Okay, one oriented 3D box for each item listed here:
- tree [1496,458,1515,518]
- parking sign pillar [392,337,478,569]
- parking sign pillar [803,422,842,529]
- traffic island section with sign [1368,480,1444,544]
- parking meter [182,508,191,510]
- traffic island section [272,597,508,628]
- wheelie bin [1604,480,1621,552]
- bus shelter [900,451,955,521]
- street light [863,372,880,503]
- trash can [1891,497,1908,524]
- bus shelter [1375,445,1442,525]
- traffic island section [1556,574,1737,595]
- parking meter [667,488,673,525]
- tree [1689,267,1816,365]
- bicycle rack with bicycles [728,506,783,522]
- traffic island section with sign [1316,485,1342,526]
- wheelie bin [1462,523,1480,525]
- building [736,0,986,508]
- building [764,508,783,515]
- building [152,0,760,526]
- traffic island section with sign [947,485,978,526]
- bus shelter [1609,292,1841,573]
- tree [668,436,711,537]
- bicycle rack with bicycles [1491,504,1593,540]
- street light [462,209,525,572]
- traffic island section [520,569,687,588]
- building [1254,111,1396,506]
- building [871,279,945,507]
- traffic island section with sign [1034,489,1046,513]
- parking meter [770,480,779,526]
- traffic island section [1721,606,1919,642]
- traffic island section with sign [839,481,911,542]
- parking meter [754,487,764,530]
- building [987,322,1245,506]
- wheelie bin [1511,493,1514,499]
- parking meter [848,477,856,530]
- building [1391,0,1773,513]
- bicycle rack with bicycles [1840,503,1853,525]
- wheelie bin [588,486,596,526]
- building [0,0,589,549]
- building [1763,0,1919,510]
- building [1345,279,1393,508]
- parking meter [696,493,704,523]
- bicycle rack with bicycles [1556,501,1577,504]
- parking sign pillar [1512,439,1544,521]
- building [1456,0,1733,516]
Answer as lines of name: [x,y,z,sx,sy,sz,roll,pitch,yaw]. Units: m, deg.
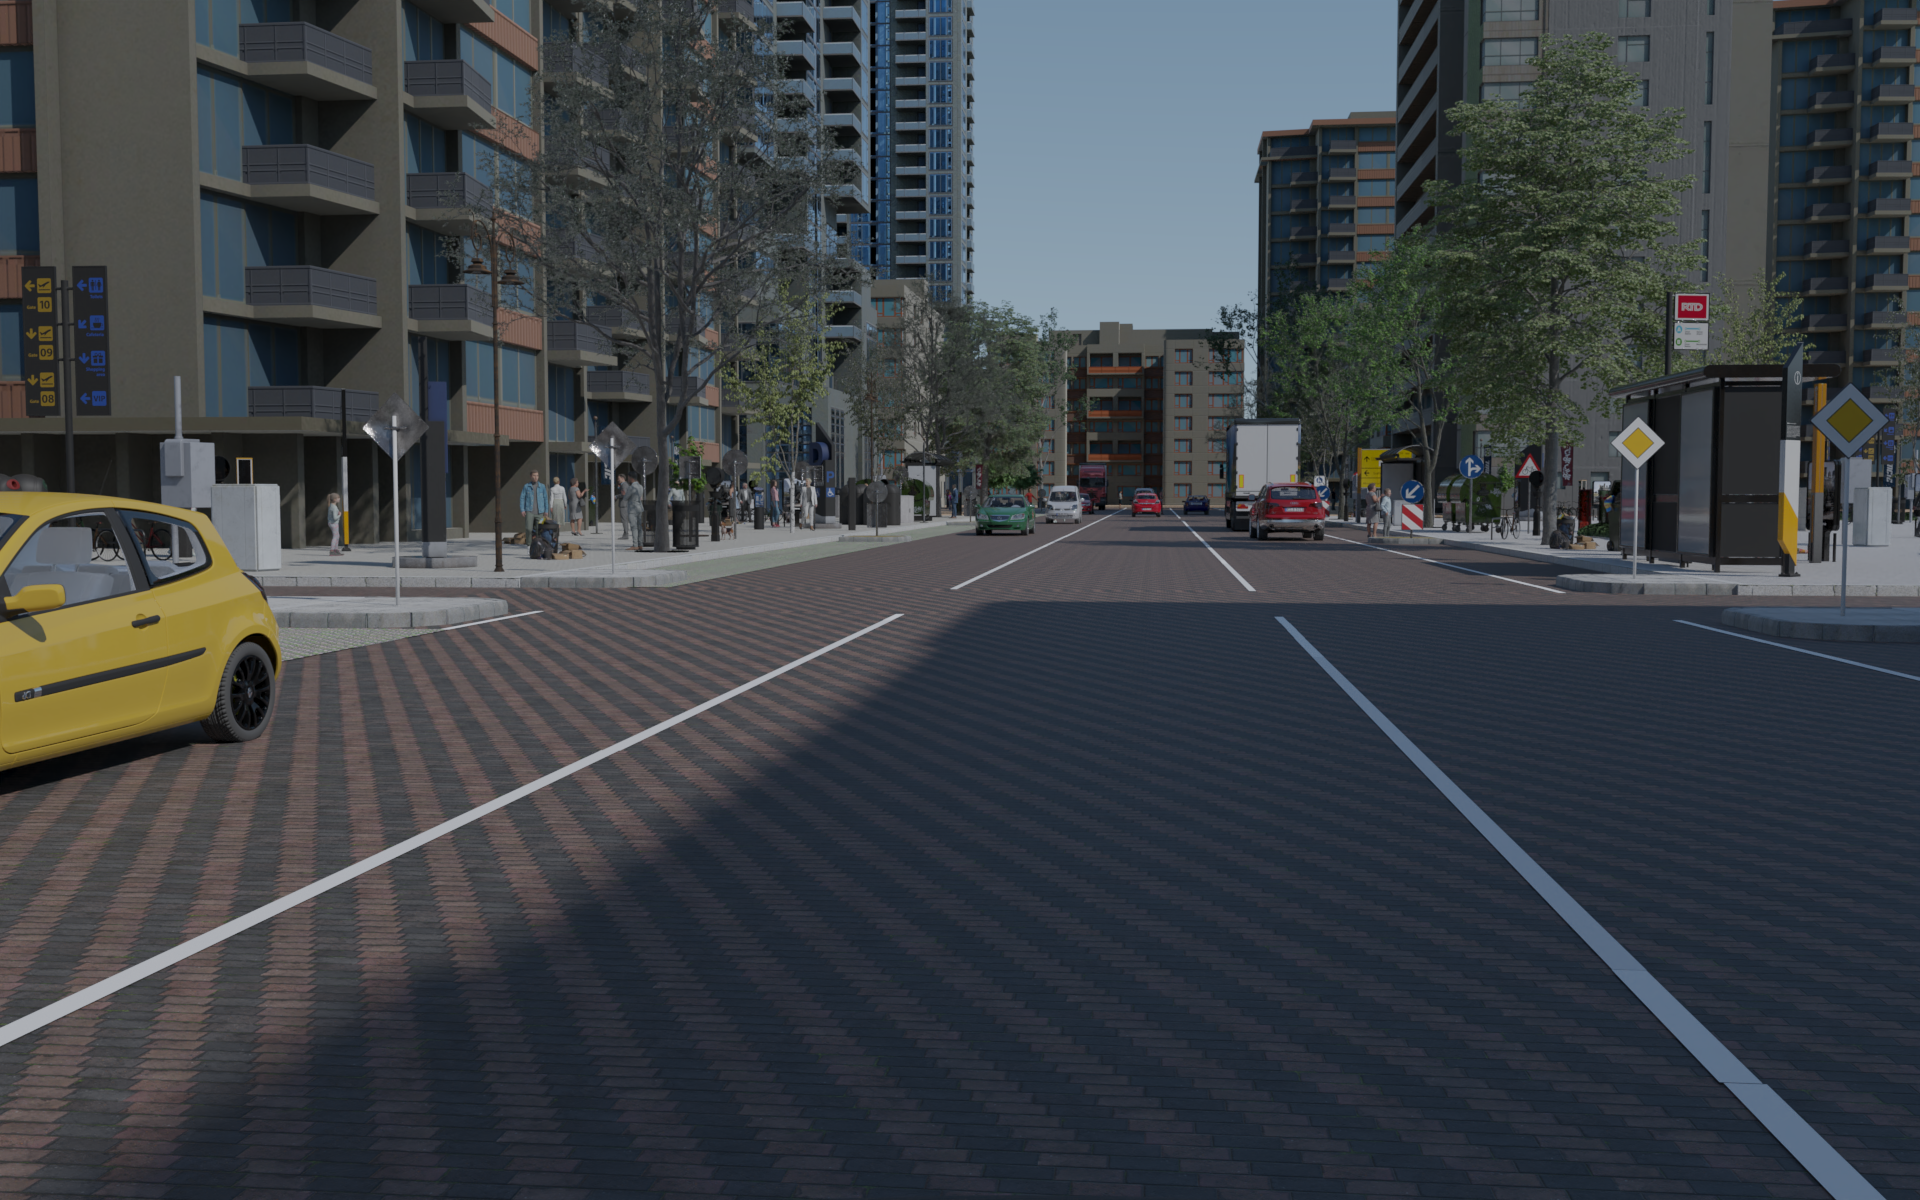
tree: [29.381,-6.075,93.921,1.663,3.219,1.824,0,3,0]
parking sign pillar: [-9.257,-2.566,30.421,1.447,3.967,1.447,-1,4,-16]
parking sign pillar: [-5.127,-4.649,64.485,1.447,3.967,1.447,-2,4,-32]
traffic island section with sign: [13.003,-2.570,50.650,1.989,1.847,2.006,0,4,6]
parking meter: [-15.752,-1.789,34.957,0.399,1.863,0.255,0,4,-4]
traffic island section: [-6.516,0.140,19.988,2.009,0.180,2.903,0,4,6]
wheelie bin: [14.924,-1.882,38.687,0.980,1.594,0.693,0,4,-5]
bus shelter: [-1.570,-5.557,84.786,2.014,3.302,5.546,0,4,6]
street light: [-3.353,-5.691,65.843,0.468,5.910,1.993,0,4,6]
trash can: [40.656,-3.882,75.123,0.748,1.137,0.748,0,3,0]
bus shelter: [19.016,-4.880,73.708,2.014,3.302,5.546,0,4,6]
traffic island section: [10.221,-0.236,26.133,2.009,0.180,2.903,0,4,6]
parking meter: [-11.953,-3.850,71.365,0.372,1.533,0.369,0,3,0]
tree: [25.205,-6.440,55.649,4.737,8.622,4.395,0,3,0]
bicycle rack with bicycles: [-9.668,-4.105,80.496,2.925,0.926,2.852,0,4,3]
traffic island section with sign: [16.067,-4.220,77.620,1.989,1.847,2.006,0,4,6]
wheelie bin: [21.043,-3.873,71.233,0.693,1.594,0.980,-3,4,-36]
building: [-11.275,-54.650,206.204,31.000,86.520,22.319,0,4,6]
building: [-17.290,-49.292,118.595,22.319,86.520,31.000,0,4,6]
building: [-22.997,-26.613,89.749,22.147,44.769,28.867,0,4,6]
traffic island section with sign: [0.506,-4.311,79.119,1.989,1.847,2.006,0,4,6]
bus shelter: [13.576,-3.337,32.193,2.179,5.291,8.768,0,4,7]
tree: [-8.023,-3.532,52.342,1.663,3.219,1.824,0,3,0]
bicycle rack with bicycles: [16.230,-2.168,48.836,2.852,0.926,2.925,2,4,28]
street light: [-7.612,-3.403,28.425,0.468,5.910,1.993,0,4,6]
traffic island section: [-5.619,-0.345,27.922,2.009,0.180,2.903,0,4,6]
building: [47.368,-33.428,201.163,28.867,44.769,22.147,0,4,6]
building: [-17.402,-19.172,158.493,28.899,21.520,27.650,0,4,6]
traffic island section with sign: [6.142,-7.362,129.003,1.989,1.847,2.006,0,4,6]
parking meter: [-7.495,-3.939,70.107,0.255,1.863,0.399,1,4,15]
traffic island section: [9.324,0.250,18.199,2.009,0.180,2.903,0,4,6]
traffic island section with sign: [-2.524,-2.673,52.334,1.989,1.847,2.006,0,4,6]
parking meter: [-7.250,-3.305,62.448,0.372,1.533,0.369,0,3,0]
building: [18.910,-22.236,208.591,28.899,21.520,27.650,0,4,6]
wheelie bin: [27.192,-4.651,83.948,0.980,1.594,0.693,0,4,-3]
parking meter: [-3.821,-3.394,61.211,0.255,1.863,0.399,0,4,-6]
building: [43.455,-30.604,124.073,21.300,48.544,21.600,0,4,6]
bicycle rack with bicycles: [36.854,-3.568,71.725,2.852,0.926,2.925,1,4,17]
wheelie bin: [-14.857,-3.727,68.847,0.980,1.594,0.693,1,4,16]
building: [-23.639,-24.353,52.789,22.147,44.769,28.867,0,4,6]
building: [81.913,-30.256,149.311,28.867,44.769,22.147,0,4,6]
building: [48.872,-18.631,149.650,27.650,21.520,28.899,0,4,6]
parking meter: [-11.394,-4.127,75.887,0.372,1.533,0.369,0,3,0]
bicycle rack with bicycles: [30.170,-4.446,86.068,2.852,0.926,2.925,0,4,0]
parking sign pillar: [26.919,-5.714,81.891,1.447,3.967,1.447,3,5,41]
building: [38.120,-25.895,106.975,14.154,41.232,14.086,0,4,6]
